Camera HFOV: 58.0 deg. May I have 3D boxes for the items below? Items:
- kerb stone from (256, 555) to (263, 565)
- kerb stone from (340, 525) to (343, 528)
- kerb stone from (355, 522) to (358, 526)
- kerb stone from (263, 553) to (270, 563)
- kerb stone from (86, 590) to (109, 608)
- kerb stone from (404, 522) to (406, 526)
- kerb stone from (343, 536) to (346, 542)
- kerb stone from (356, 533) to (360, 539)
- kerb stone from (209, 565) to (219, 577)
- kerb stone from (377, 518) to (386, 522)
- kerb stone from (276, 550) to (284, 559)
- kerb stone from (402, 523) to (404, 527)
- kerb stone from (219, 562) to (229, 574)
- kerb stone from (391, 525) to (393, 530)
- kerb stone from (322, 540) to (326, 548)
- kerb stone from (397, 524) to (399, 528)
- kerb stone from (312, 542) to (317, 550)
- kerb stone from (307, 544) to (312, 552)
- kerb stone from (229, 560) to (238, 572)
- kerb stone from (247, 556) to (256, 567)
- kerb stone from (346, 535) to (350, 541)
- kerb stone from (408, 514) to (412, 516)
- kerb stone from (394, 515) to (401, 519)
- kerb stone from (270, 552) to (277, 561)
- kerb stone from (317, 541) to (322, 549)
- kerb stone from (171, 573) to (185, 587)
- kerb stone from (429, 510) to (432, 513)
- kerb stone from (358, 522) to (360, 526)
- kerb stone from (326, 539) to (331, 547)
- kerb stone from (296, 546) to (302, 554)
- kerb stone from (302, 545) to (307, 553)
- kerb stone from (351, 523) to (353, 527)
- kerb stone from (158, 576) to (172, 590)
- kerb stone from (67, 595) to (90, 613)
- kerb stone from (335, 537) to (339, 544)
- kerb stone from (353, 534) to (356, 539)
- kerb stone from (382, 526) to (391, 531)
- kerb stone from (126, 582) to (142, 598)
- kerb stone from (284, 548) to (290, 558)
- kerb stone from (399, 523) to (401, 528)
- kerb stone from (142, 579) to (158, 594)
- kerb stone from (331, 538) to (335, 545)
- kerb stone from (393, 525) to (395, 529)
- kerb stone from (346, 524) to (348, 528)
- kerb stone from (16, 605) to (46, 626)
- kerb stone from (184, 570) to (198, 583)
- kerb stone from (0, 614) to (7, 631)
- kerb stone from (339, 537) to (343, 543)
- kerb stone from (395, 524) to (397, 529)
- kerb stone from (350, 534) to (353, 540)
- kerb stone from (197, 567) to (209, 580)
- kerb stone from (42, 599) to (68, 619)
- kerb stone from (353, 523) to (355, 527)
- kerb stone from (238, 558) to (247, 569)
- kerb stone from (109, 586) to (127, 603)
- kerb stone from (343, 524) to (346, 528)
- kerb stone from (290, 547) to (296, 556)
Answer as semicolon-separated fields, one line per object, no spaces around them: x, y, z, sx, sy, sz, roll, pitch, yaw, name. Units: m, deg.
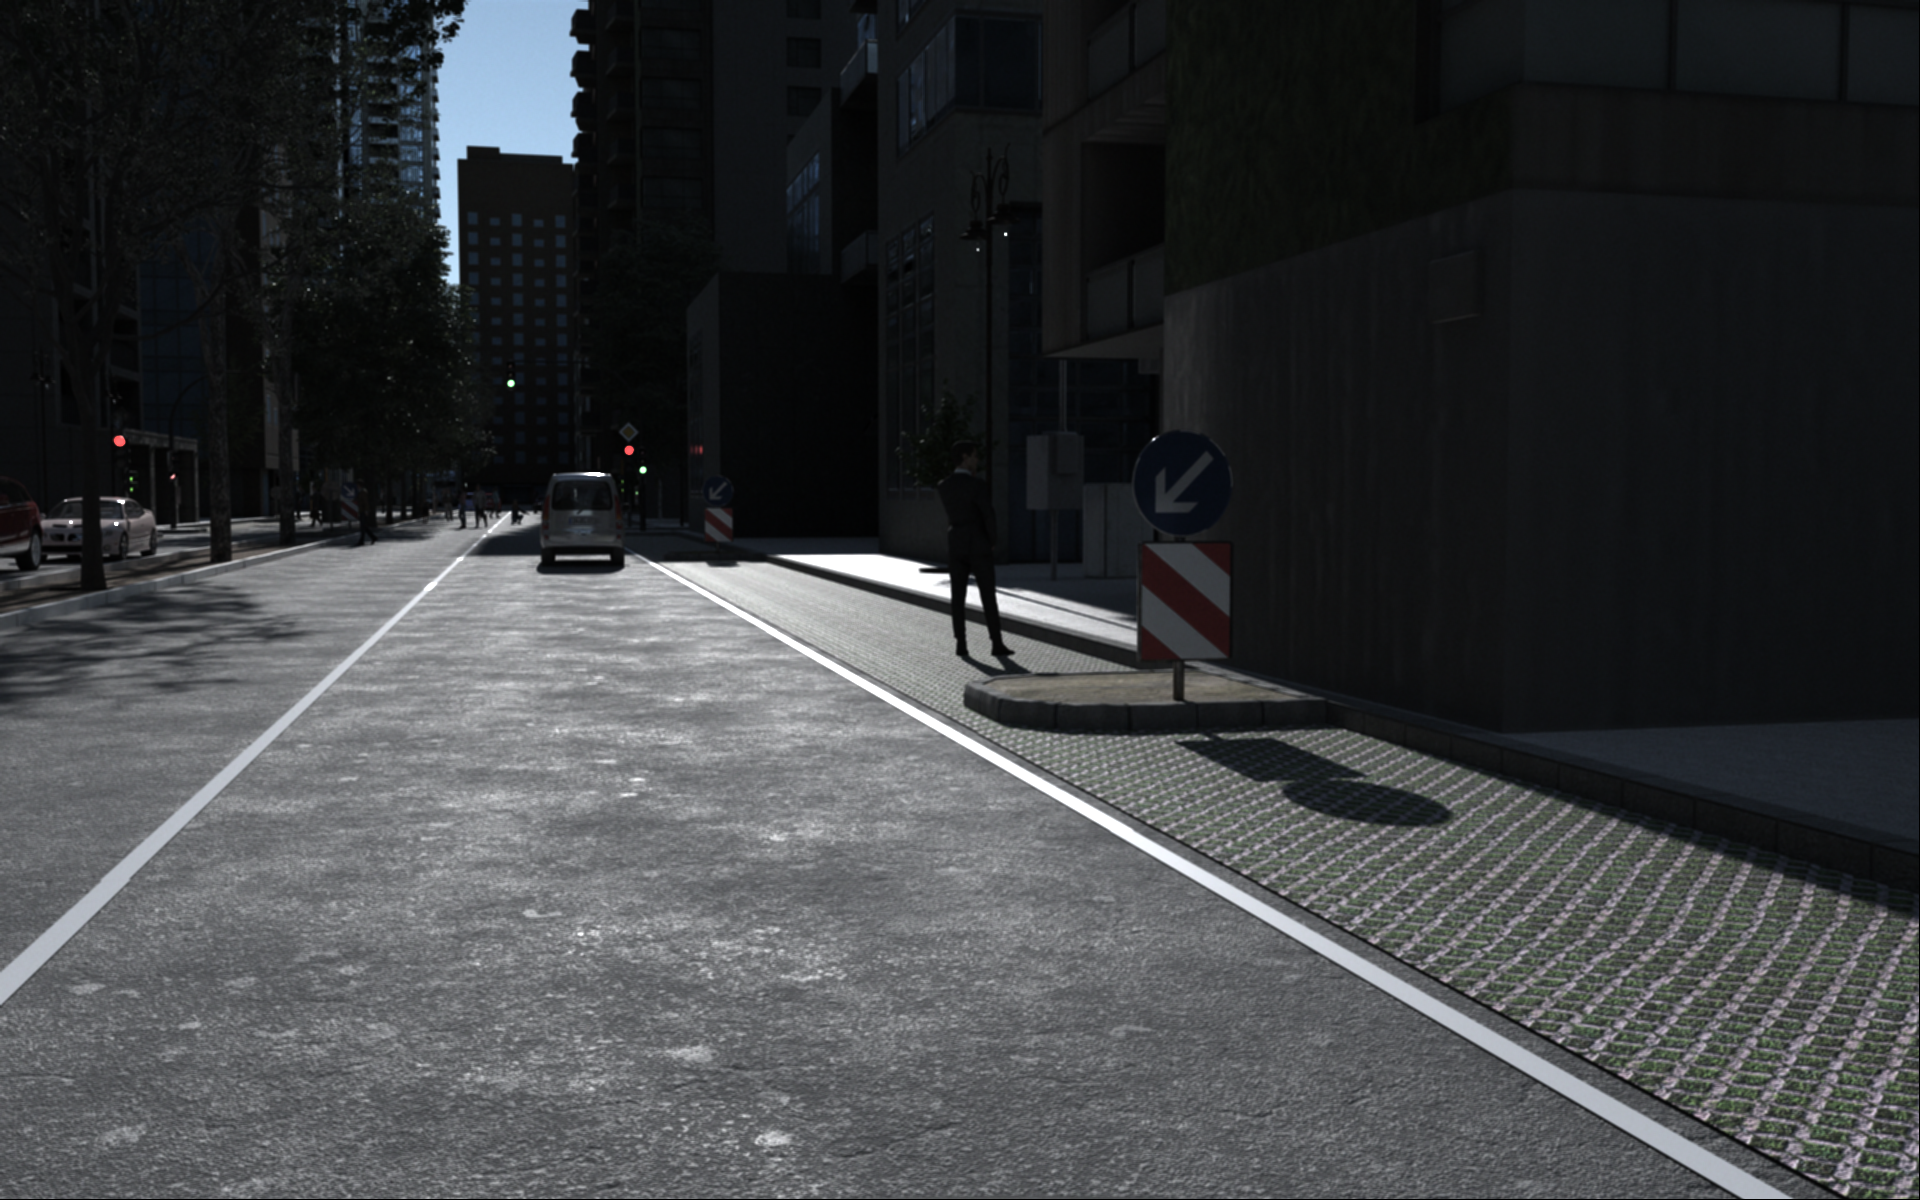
-14.323;-0.790;35.110;0.120;0.150;1.000;-1;4;-14;kerb stone
-25.137;-2.918;69.940;0.120;0.150;1.000;-1;4;-14;kerb stone
-26.613;-3.285;75.902;0.120;0.150;1.000;-1;4;-14;kerb stone
-14.574;-0.844;36.108;0.120;0.150;1.000;-1;4;-14;kerb stone
-11.100;0.003;22.146;0.120;0.150;1.000;-1;4;-14;kerb stone
-24.335;-3.252;75.413;0.120;0.150;1.000;-1;4;-14;kerb stone
-18.267;-1.763;51.028;0.120;0.150;1.000;-1;4;-14;kerb stone
-19.263;-2.006;55.012;0.120;0.150;1.000;-1;4;-14;kerb stone
-13.084;-0.484;30.105;0.120;0.150;1.000;-1;4;-14;kerb stone
-30.323;-4.195;90.826;0.120;0.150;1.000;-1;4;-14;kerb stone
-15.063;-0.973;38.102;0.120;0.150;1.000;-1;4;-14;kerb stone
-24.087;-3.191;74.414;0.120;0.150;1.000;-1;4;-14;kerb stone
-13.327;-0.545;31.103;0.120;0.150;1.000;-1;4;-14;kerb stone
-22.602;-2.829;68.443;0.120;0.150;1.000;-1;4;-14;kerb stone
-17.042;-1.458;46.041;0.120;0.150;1.000;-1;4;-14;kerb stone
-23.346;-3.011;71.421;0.120;0.150;1.000;-1;4;-14;kerb stone
-16.546;-1.337;44.058;0.120;0.150;1.000;-1;4;-14;kerb stone
-16.294;-1.272;43.067;0.120;0.150;1.000;-1;4;-14;kerb stone
-13.574;-0.604;32.110;0.120;0.150;1.000;-1;4;-14;kerb stone
-14.065;-0.728;34.105;0.120;0.150;1.000;-1;4;-14;kerb stone
-18.522;-1.820;52.018;0.120;0.150;1.000;-1;4;-14;kerb stone
-35.768;-5.537;112.721;0.120;0.150;1.000;-1;4;-14;kerb stone
-33.053;-4.864;101.768;0.120;0.150;1.000;-1;4;-14;kerb stone
-14.816;-0.903;37.102;0.120;0.150;1.000;-1;4;-14;kerb stone
-16.796;-1.395;45.049;0.120;0.150;1.000;-1;4;-14;kerb stone
-12.335;-0.298;27.111;0.120;0.150;1.000;-1;4;-14;kerb stone
-41.697;-6.998;136.605;0.120;0.150;1.000;-1;4;-14;kerb stone
-26.863;-3.346;76.904;0.120;0.150;1.000;-1;4;-14;kerb stone
-17.282;-1.518;47.042;0.120;0.150;1.000;-1;4;-14;kerb stone
-15.804;-1.155;41.079;0.120;0.150;1.000;-1;4;-14;kerb stone
-16.047;-1.216;42.072;0.120;0.150;1.000;-1;4;-14;kerb stone
-26.125;-3.163;73.917;0.120;0.150;1.000;-1;4;-14;kerb stone
-12.089;-0.232;26.115;0.120;0.150;1.000;-1;4;-14;kerb stone
-10.853;0.069;21.153;0.120;0.150;1.000;-1;4;-14;kerb stone
-17.775;-1.642;49.038;0.120;0.150;1.000;-1;4;-14;kerb stone
-19.021;-1.946;54.012;0.120;0.150;1.000;-1;4;-14;kerb stone
-22.360;-2.765;67.450;0.120;0.150;1.000;-1;4;-14;kerb stone
-11.601;-0.118;24.128;0.120;0.150;1.000;-1;4;-14;kerb stone
-15.308;-1.034;39.094;0.120;0.150;1.000;-1;4;-14;kerb stone
-23.586;-3.070;72.415;0.120;0.150;1.000;-1;4;-14;kerb stone
-11.847;-0.179;25.122;0.120;0.150;1.000;-1;4;-14;kerb stone
-17.537;-1.579;48.044;0.120;0.150;1.000;-1;4;-14;kerb stone
-22.850;-2.887;69.435;0.120;0.150;1.000;-1;4;-14;kerb stone
-25.625;-3.041;71.928;0.120;0.150;1.000;-1;4;-14;kerb stone
-10.354;0.185;19.170;0.120;0.150;1.000;-1;4;-14;kerb stone
-12.581;-0.360;28.121;0.120;0.150;1.000;-1;4;-14;kerb stone
-10.109;0.247;18.175;0.120;0.150;1.000;-1;4;-14;kerb stone
-18.029;-1.703;50.034;0.120;0.150;1.000;-1;4;-14;kerb stone
-23.088;-2.950;70.432;0.120;0.150;1.000;-1;4;-14;kerb stone
-18.768;-1.885;53.016;0.120;0.150;1.000;-1;4;-14;kerb stone
-12.826;-0.422;29.115;0.120;0.150;1.000;-1;4;-14;kerb stone
-10.605;0.124;20.161;0.120;0.150;1.000;-1;4;-14;kerb stone
-26.370;-3.220;74.909;0.120;0.150;1.000;-1;4;-14;kerb stone
-13.824;-0.667;33.101;0.120;0.150;1.000;-1;4;-14;kerb stone
-11.342;-0.055;23.139;0.120;0.150;1.000;-1;4;-14;kerb stone
-25.382;-2.981;70.935;0.120;0.150;1.000;-1;4;-14;kerb stone
-15.554;-1.088;40.086;0.120;0.150;1.000;-1;4;-14;kerb stone
